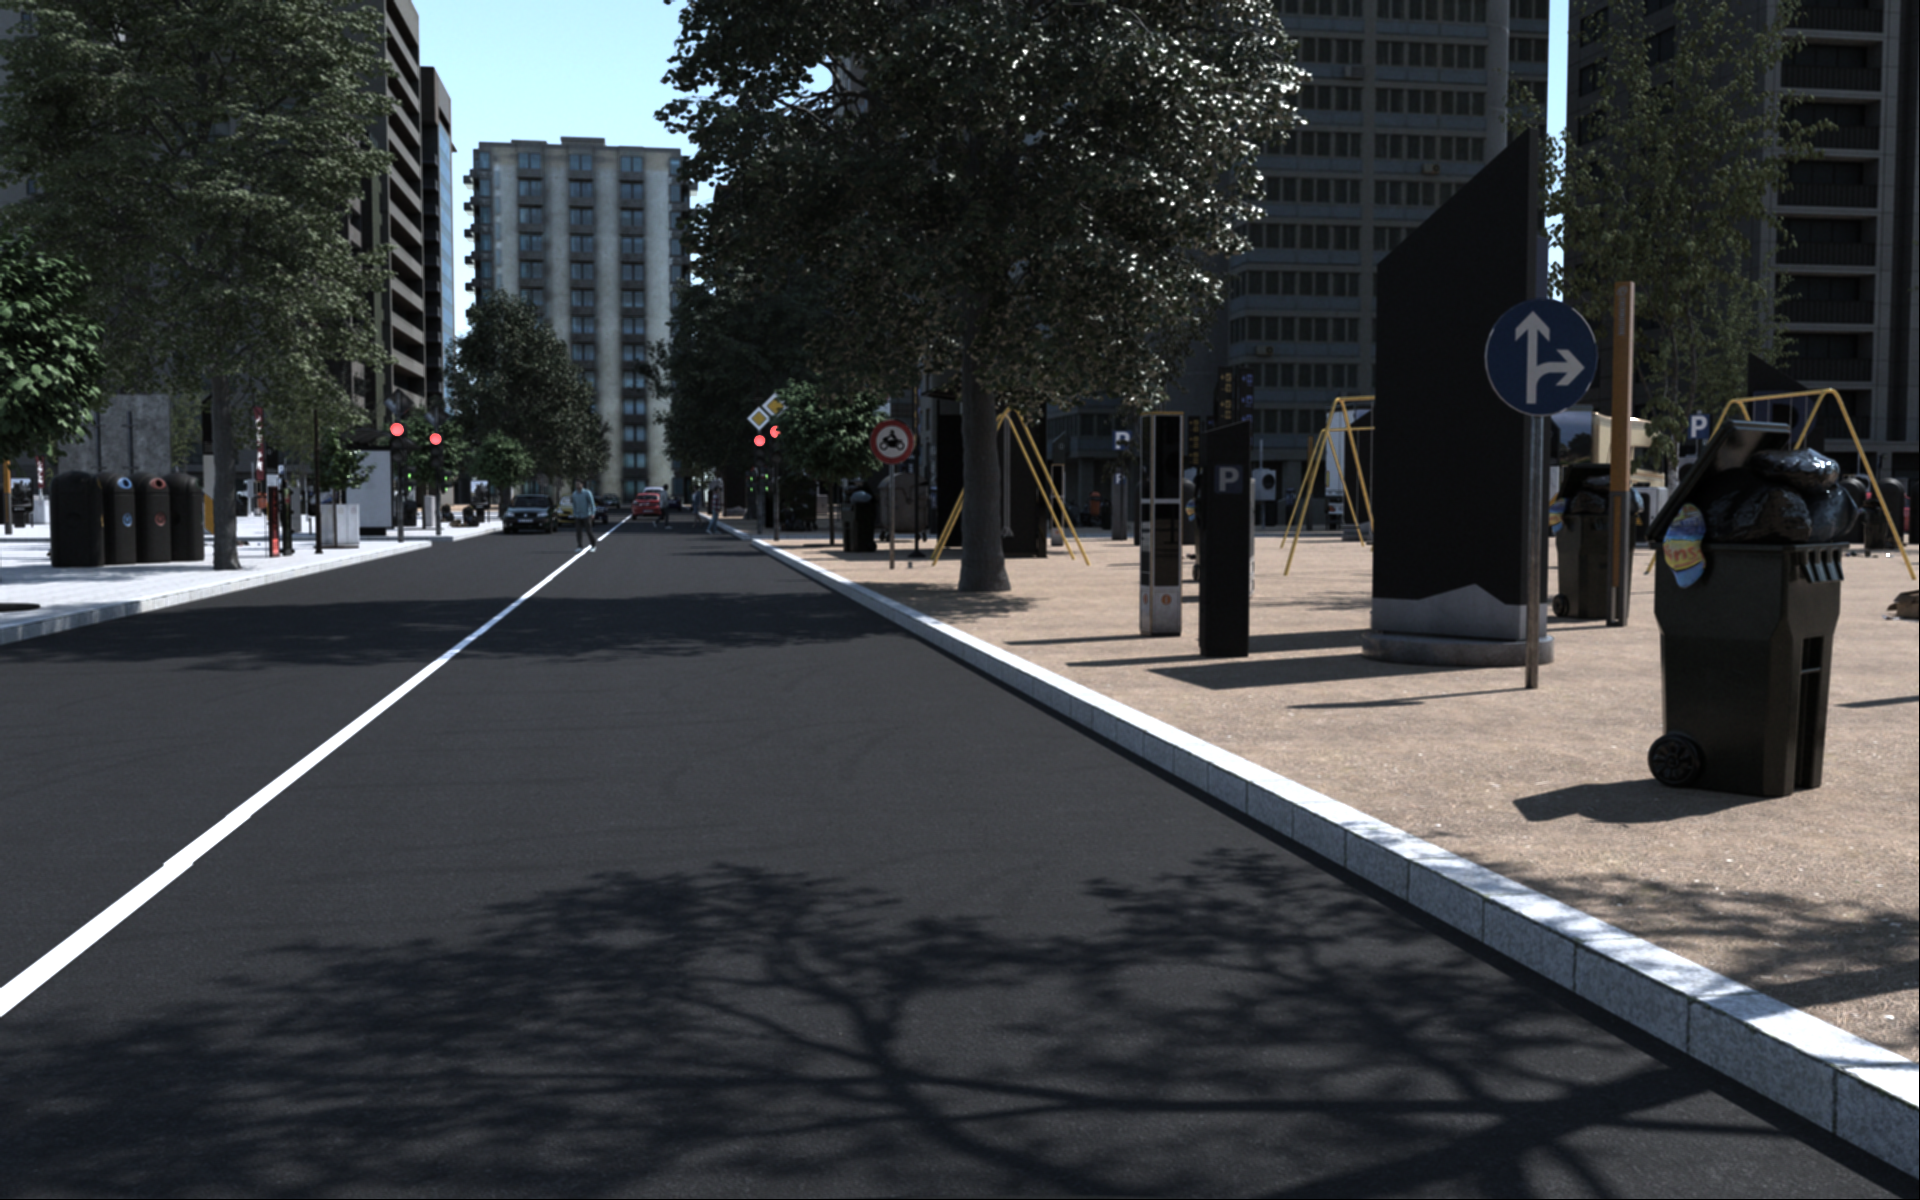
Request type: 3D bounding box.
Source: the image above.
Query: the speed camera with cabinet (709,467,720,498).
[{"bbox_3d":[-14.908,-7.071,109.946,2.038,3.252,0.660,-1,4,-9],"label":"speed camera with cabinet"}]

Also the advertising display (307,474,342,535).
[{"bbox_3d":[-20.044,-3.017,54.549,0.974,1.923,0.123,0,4,-3],"label":"advertising display"}]

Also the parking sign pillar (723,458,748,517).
[{"bbox_3d":[-12.843,-6.764,99.062,1.447,3.967,1.447,1,4,10],"label":"parking sign pillar"}]

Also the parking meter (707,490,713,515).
[{"bbox_3d":[-15.528,-6.078,107.782,0.372,1.533,0.369,0,3,0],"label":"parking meter"}]

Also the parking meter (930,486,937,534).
[{"bbox_3d":[-0.780,-2.884,55.565,0.372,1.533,0.369,0,3,0],"label":"parking meter"}]

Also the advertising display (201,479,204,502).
[{"bbox_3d":[-32.357,-4.276,75.126,0.974,1.923,0.123,-1,4,-13],"label":"advertising display"}]

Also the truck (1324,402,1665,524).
[{"bbox_3d":[17.341,-4.043,55.013,11.283,4.237,2.839,-1,4,-10],"label":"truck"}]

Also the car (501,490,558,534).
[{"bbox_3d":[-15.812,-3.305,63.818,2.009,1.686,4.222,-1,4,-8],"label":"car"}]

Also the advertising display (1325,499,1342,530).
[{"bbox_3d":[13.349,-3.470,61.949,0.123,1.923,0.974,3,5,42],"label":"advertising display"}]

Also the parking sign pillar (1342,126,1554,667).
[{"bbox_3d":[3.880,-1.525,13.413,1.447,3.967,1.447,-3,5,-43],"label":"parking sign pillar"}]

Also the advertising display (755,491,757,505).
[{"bbox_3d":[-12.969,-6.401,109.873,0.974,1.923,0.123,2,4,34],"label":"advertising display"}]

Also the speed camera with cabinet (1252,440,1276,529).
[{"bbox_3d":[10.402,-4.162,62.388,2.038,3.252,0.660,-2,4,-28],"label":"speed camera with cabinet"}]

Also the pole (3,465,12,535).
[{"bbox_3d":[-30.180,-3.731,54.845,0.158,3.312,0.155,0,3,0],"label":"pole"}]

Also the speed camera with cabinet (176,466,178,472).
[{"bbox_3d":[-54.045,-7.741,120.893,0.660,3.252,2.038,3,4,38],"label":"speed camera with cabinet"}]

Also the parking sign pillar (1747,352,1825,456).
[{"bbox_3d":[15.572,-2.706,32.721,1.447,3.967,1.447,1,4,15],"label":"parking sign pillar"}]

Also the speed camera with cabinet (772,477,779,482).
[{"bbox_3d":[-9.935,-6.434,99.533,2.038,3.252,0.660,1,4,10],"label":"speed camera with cabinet"}]

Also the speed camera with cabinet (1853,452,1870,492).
[{"bbox_3d":[40.247,-5.165,78.791,2.038,3.252,0.660,0,4,1],"label":"speed camera with cabinet"}]

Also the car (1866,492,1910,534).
[{"bbox_3d":[30.772,-2.967,57.543,4.494,1.783,2.155,-1,4,-12],"label":"car"}]

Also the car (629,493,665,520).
[{"bbox_3d":[-17.360,-5.346,96.443,2.155,1.783,4.494,-1,4,-10],"label":"car"}]

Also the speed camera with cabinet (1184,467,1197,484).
[{"bbox_3d":[7.878,-4.151,62.206,2.038,3.252,0.660,-2,4,-24],"label":"speed camera with cabinet"}]

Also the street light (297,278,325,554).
[{"bbox_3d":[-13.824,-3.938,37.167,0.468,5.910,1.993,-1,4,-10],"label":"street light"}]

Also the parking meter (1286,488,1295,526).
[{"bbox_3d":[13.497,-3.812,70.741,0.372,1.533,0.369,0,3,0],"label":"parking meter"}]

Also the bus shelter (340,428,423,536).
[{"bbox_3d":[-18.683,-3.781,55.741,2.014,3.302,5.546,-1,4,-10],"label":"bus shelter"}]

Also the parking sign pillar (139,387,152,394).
[{"bbox_3d":[-20.886,-3.353,43.298,1.447,3.967,1.447,3,4,36],"label":"parking sign pillar"}]

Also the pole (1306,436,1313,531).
[{"bbox_3d":[12.304,-4.101,60.889,0.158,3.312,0.155,0,3,0],"label":"pole"}]

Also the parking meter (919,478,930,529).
[{"bbox_3d":[-1.320,-3.514,63.169,0.399,1.863,0.255,1,4,16],"label":"parking meter"}]

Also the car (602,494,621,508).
[{"bbox_3d":[-35.355,-9.992,175.167,2.131,1.459,4.920,-1,4,-10],"label":"car"}]

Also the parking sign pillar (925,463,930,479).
[{"bbox_3d":[-1.740,-7.791,115.855,1.447,3.967,1.447,3,4,38],"label":"parking sign pillar"}]

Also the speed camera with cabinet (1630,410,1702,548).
[{"bbox_3d":[16.788,-2.868,41.221,0.660,3.252,2.038,-3,5,-44],"label":"speed camera with cabinet"}]

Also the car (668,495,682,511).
[{"bbox_3d":[-24.118,-8.064,144.422,1.945,1.354,3.894,-1,4,-10],"label":"car"}]

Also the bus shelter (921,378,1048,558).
[{"bbox_3d":[0.468,-2.835,37.627,1.731,3.624,6.357,-1,4,-10],"label":"bus shelter"}]

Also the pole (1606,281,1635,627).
[{"bbox_3d":[6.386,-1.400,16.740,0.158,3.312,0.155,0,3,0],"label":"pole"}]

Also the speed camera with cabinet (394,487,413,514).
[{"bbox_3d":[-35.606,-7.081,110.109,0.660,3.252,2.038,1,4,15],"label":"speed camera with cabinet"}]

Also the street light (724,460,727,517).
[{"bbox_3d":[-13.152,-7.587,96.843,0.468,5.910,1.993,-1,4,-10],"label":"street light"}]

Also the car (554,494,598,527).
[{"bbox_3d":[-17.149,-4.094,77.160,2.015,1.641,3.980,-1,4,-12],"label":"car"}]

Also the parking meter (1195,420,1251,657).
[{"bbox_3d":[2.073,-0.487,13.675,0.399,1.863,0.255,0,4,-4],"label":"parking meter"}]

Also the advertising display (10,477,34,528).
[{"bbox_3d":[-35.919,-3.725,66.114,0.974,1.923,0.123,-1,4,-14],"label":"advertising display"}]

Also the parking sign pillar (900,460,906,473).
[{"bbox_3d":[-3.509,-7.704,114.435,1.447,3.967,1.447,-2,4,-29],"label":"parking sign pillar"}]

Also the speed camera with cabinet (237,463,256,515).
[{"bbox_3d":[-44.895,-7.011,108.969,0.660,3.252,2.038,-3,5,-40],"label":"speed camera with cabinet"}]

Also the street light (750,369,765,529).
[{"bbox_3d":[-7.471,-5.585,64.095,0.468,5.910,1.993,-1,4,-10],"label":"street light"}]

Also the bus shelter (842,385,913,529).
[{"bbox_3d":[-3.175,-5.144,61.739,2.179,5.291,8.768,-1,4,-10],"label":"bus shelter"}]

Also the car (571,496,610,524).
[{"bbox_3d":[-17.941,-4.363,83.923,1.945,1.354,3.894,-1,4,-11],"label":"car"}]

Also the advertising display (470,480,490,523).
[{"bbox_3d":[-21.559,-4.440,77.810,0.974,1.923,0.123,1,4,17],"label":"advertising display"}]

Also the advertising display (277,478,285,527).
[{"bbox_3d":[-26.658,-3.843,68.049,0.123,1.923,0.974,-2,4,-31],"label":"advertising display"}]

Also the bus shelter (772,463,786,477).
[{"bbox_3d":[-11.005,-8.001,108.449,2.179,5.291,8.768,-1,4,-10],"label":"bus shelter"}]

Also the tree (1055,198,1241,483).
[{"bbox_3d":[4.278,-5.437,39.262,4.360,8.622,3.978,0,3,0],"label":"tree"}]
